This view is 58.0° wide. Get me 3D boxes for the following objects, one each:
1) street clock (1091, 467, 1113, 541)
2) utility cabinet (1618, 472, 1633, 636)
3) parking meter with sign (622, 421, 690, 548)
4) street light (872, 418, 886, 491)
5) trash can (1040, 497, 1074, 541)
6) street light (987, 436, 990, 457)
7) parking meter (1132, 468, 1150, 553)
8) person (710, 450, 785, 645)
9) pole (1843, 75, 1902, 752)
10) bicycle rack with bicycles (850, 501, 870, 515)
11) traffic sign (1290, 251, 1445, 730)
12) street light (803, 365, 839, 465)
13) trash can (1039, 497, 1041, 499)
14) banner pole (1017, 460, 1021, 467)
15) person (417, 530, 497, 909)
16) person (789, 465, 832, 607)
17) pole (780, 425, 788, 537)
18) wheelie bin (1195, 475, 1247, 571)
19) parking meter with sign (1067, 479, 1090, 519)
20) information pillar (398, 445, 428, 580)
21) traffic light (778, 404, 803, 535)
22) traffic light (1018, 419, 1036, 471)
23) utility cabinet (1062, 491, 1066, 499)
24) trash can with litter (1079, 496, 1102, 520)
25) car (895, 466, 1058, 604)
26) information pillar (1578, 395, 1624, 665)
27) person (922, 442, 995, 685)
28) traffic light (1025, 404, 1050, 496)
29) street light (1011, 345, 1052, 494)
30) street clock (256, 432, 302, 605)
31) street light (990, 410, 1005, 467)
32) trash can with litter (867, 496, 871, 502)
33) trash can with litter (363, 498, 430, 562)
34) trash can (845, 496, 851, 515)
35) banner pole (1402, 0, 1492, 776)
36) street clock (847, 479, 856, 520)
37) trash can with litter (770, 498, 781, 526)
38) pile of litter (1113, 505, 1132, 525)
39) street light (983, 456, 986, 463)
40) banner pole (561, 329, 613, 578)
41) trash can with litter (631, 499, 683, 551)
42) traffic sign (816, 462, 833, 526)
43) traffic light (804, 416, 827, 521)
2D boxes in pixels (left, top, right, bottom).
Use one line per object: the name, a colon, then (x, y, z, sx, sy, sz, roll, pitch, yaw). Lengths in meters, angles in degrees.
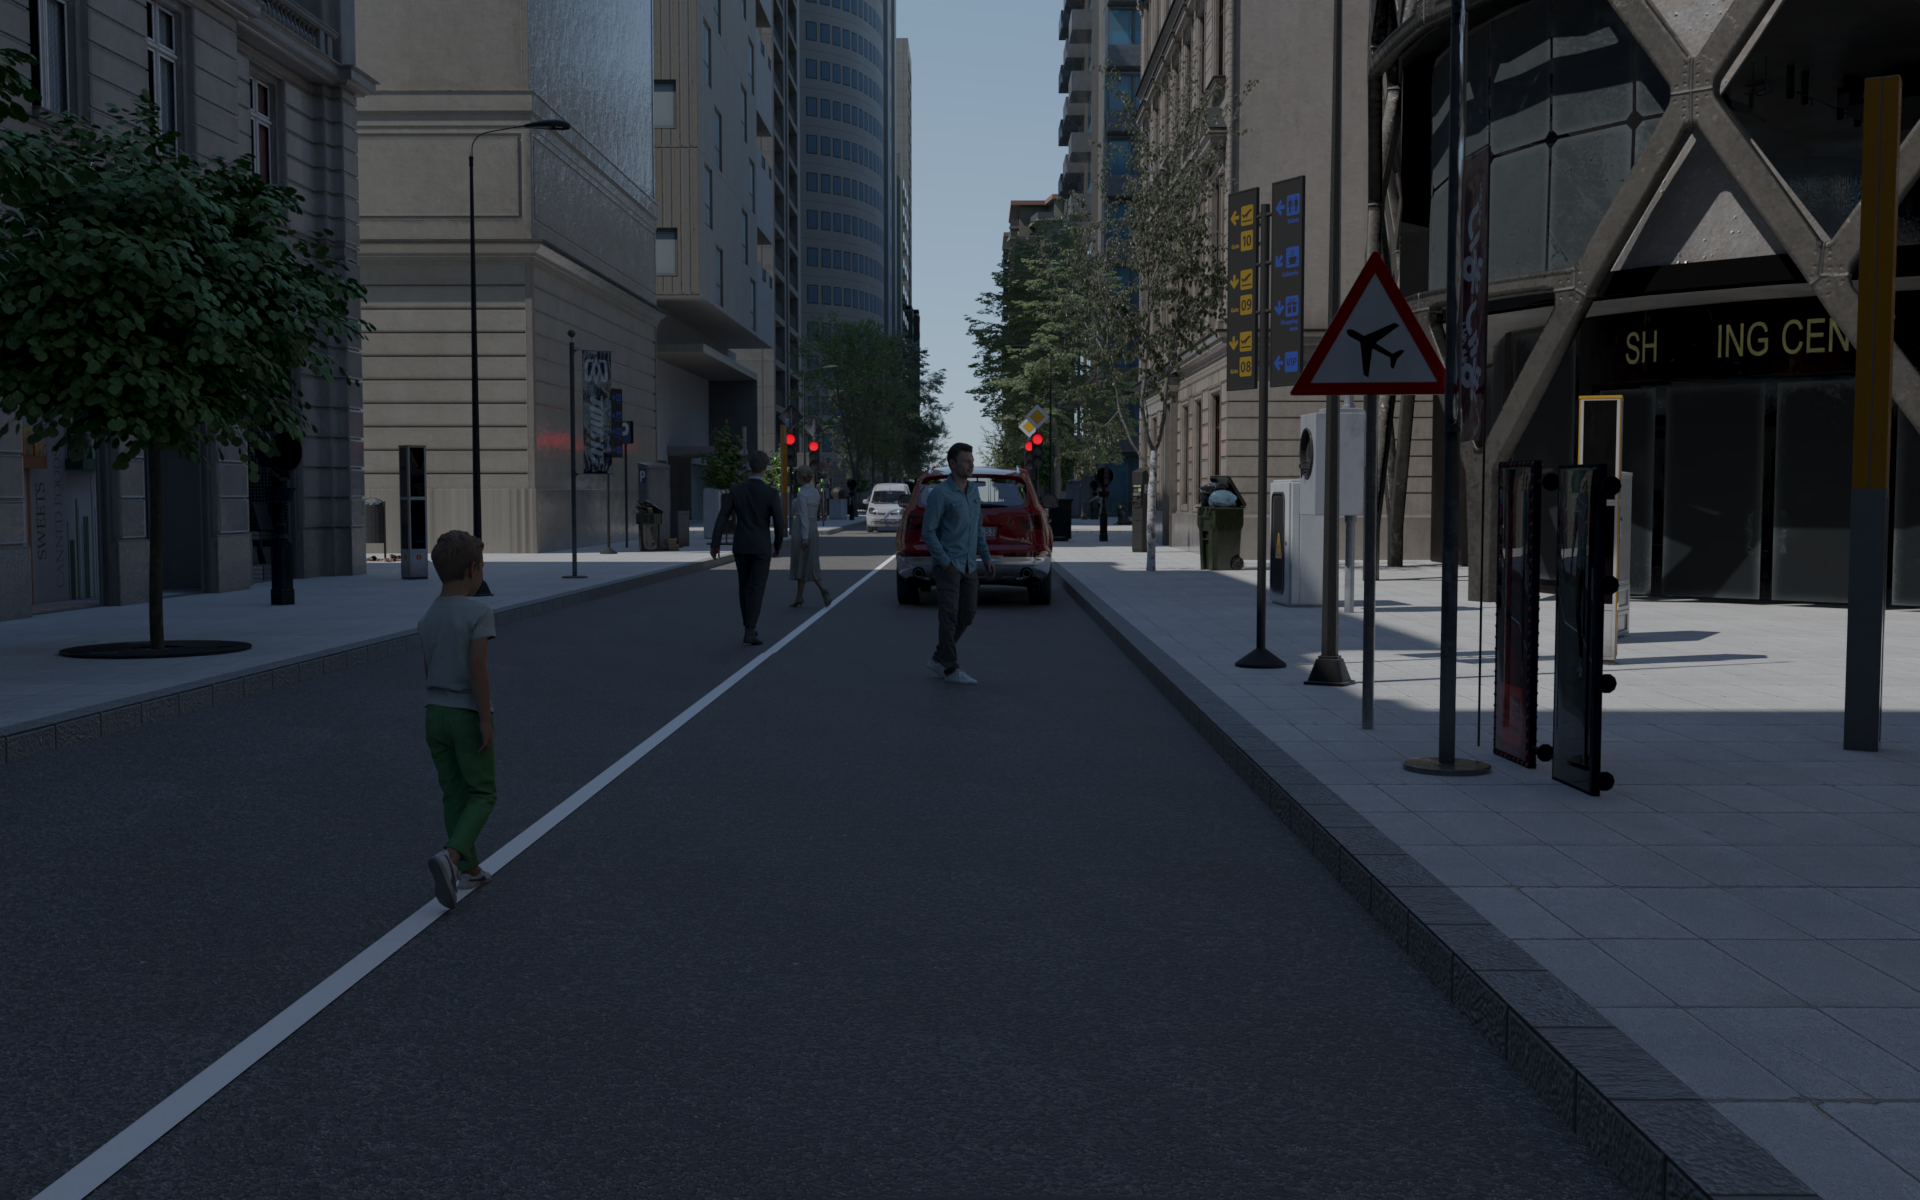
street clock: (3.891, -2.588, 46.892, 0.471, 2.002, 0.358, -1, 4, -16)
utility cabinet: (5.632, -0.401, 15.238, 0.318, 1.500, 1.173, 2, 4, 33)
parking meter with sign: (-7.382, -2.794, 41.941, 1.738, 3.016, 0.543, -3, 5, -44)
street light: (-4.754, -8.123, 105.356, 1.470, 5.913, 1.316, 0, 4, 0)
trash can: (2.730, -2.166, 47.070, 0.748, 1.137, 0.748, 0, 3, 0)
street light: (2.995, -10.075, 137.275, 1.470, 5.913, 1.316, 0, 4, 0)
parking meter: (3.970, -1.979, 38.061, 0.255, 1.863, 0.399, 2, 4, 34)
person: (-1.982, -0.511, 16.625, 0.659, 1.850, 0.755, 1, 4, 11)
pole: (4.537, -0.903, 8.609, 0.158, 3.312, 0.155, 0, 3, 0)
bicycle rack with bicycles: (-6.471, -5.815, 108.459, 2.852, 0.926, 2.925, 1, 4, 11)
traffic sign: (2.226, -0.574, 9.386, 0.884, 2.594, 0.081, 0, 4, 4)
street light: (-5.083, -5.512, 62.660, 1.470, 5.913, 1.316, 0, 4, 0)
trash can: (4.355, -5.350, 99.121, 0.748, 1.137, 0.748, 0, 3, 0)
banner pole: (3.008, -6.029, 88.594, 0.401, 3.779, 0.863, -1, 4, -17)
person: (-1.779, 0.406, 6.117, 0.306, 1.304, 0.590, 0, 4, 4)
person: (-1.890, -0.802, 21.845, 0.641, 1.798, 0.478, 3, 4, 38)
pole: (-5.197, -3.505, 51.152, 0.158, 3.312, 0.155, 0, 3, 0)
wheelie bin: (4.392, -1.302, 29.203, 0.693, 1.594, 0.980, -1, 4, -22)
parking meter with sign: (5.958, -5.751, 90.292, 1.738, 3.016, 0.543, 1, 4, 18)
information pillar: (-8.224, -1.319, 26.063, 0.304, 2.012, 0.304, -3, 5, -43)
traffic light: (-5.270, -3.992, 54.195, 0.839, 4.253, 0.868, 0, 4, 0)
traffic light: (2.460, -4.478, 62.130, 0.839, 4.253, 0.868, 0, 4, 0)
utility cabinet: (8.409, -7.615, 133.186, 1.173, 1.500, 0.318, 0, 4, -3)
trash can with litter: (6.530, -4.613, 86.804, 1.055, 1.170, 0.624, -1, 4, -12)
car: (0.234, -0.943, 24.084, 2.281, 1.827, 5.304, 0, 4, 2)
information pillar: (4.829, -0.526, 13.096, 0.304, 2.012, 0.304, 1, 4, 22)
person: (-0.061, -0.289, 13.249, 0.620, 1.820, 0.660, 2, 4, 35)
traffic light: (2.391, -3.989, 54.145, 0.839, 4.253, 0.868, 0, 4, 0)
street light: (2.289, -4.990, 54.133, 1.470, 5.913, 1.316, 0, 4, 0)
street clock: (-7.845, -0.944, 20.006, 0.358, 2.002, 0.471, 2, 4, 28)
street light: (2.529, -7.470, 94.675, 1.470, 5.913, 1.316, 0, 4, 0)
trash can with litter: (-6.797, -7.712, 137.471, 1.055, 1.170, 0.624, -1, 4, -18)
trash can with litter: (-10.864, -1.339, 32.955, 2.233, 1.210, 1.678, 0, 4, 8)
trash can: (-7.018, -5.737, 105.453, 0.748, 1.137, 0.748, 0, 3, 0)
banner pole: (2.208, -1.083, 7.722, 0.401, 3.779, 0.863, 1, 4, 14)
street clock: (-5.312, -4.918, 84.985, 0.358, 2.002, 0.471, 3, 4, 37)
trash can with litter: (-7.462, -3.515, 68.525, 1.678, 1.210, 2.233, 1, 4, 16)
pile of litter: (6.978, -3.560, 72.172, 1.176, 0.858, 1.719, 0, 4, 3)
street light: (3.276, -12.092, 170.252, 1.470, 5.913, 1.316, 0, 4, 0)
banner pole: (-5.701, -2.233, 26.519, 0.863, 3.779, 0.401, -2, 4, -32)
trash can with litter: (-6.814, -1.687, 38.975, 1.055, 1.170, 0.624, -3, 5, -43)
traffic sign: (-5.414, -4.191, 68.625, 0.768, 2.556, 0.104, 0, 4, 6)
traffic light: (-5.201, -4.481, 62.180, 0.839, 4.253, 0.868, 0, 4, 0)
